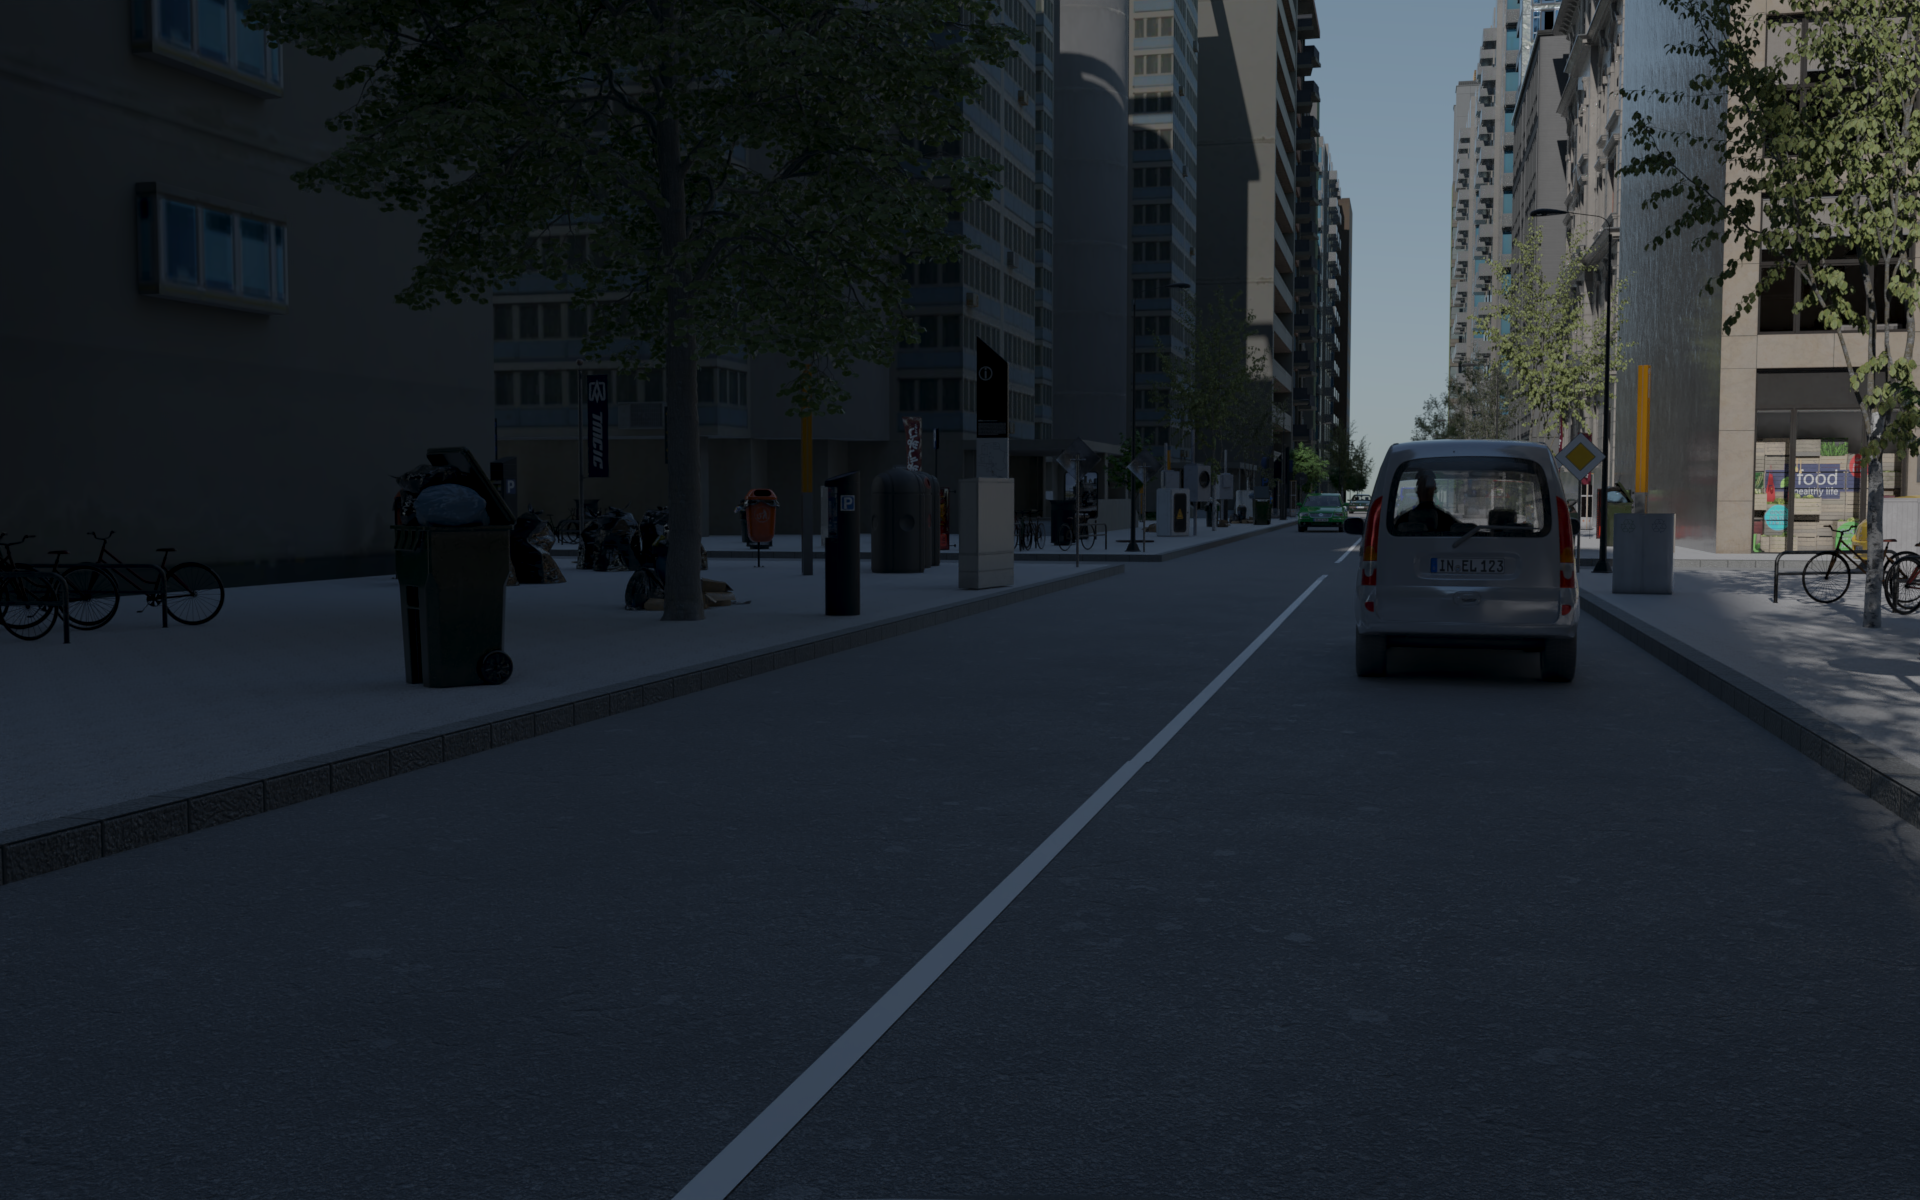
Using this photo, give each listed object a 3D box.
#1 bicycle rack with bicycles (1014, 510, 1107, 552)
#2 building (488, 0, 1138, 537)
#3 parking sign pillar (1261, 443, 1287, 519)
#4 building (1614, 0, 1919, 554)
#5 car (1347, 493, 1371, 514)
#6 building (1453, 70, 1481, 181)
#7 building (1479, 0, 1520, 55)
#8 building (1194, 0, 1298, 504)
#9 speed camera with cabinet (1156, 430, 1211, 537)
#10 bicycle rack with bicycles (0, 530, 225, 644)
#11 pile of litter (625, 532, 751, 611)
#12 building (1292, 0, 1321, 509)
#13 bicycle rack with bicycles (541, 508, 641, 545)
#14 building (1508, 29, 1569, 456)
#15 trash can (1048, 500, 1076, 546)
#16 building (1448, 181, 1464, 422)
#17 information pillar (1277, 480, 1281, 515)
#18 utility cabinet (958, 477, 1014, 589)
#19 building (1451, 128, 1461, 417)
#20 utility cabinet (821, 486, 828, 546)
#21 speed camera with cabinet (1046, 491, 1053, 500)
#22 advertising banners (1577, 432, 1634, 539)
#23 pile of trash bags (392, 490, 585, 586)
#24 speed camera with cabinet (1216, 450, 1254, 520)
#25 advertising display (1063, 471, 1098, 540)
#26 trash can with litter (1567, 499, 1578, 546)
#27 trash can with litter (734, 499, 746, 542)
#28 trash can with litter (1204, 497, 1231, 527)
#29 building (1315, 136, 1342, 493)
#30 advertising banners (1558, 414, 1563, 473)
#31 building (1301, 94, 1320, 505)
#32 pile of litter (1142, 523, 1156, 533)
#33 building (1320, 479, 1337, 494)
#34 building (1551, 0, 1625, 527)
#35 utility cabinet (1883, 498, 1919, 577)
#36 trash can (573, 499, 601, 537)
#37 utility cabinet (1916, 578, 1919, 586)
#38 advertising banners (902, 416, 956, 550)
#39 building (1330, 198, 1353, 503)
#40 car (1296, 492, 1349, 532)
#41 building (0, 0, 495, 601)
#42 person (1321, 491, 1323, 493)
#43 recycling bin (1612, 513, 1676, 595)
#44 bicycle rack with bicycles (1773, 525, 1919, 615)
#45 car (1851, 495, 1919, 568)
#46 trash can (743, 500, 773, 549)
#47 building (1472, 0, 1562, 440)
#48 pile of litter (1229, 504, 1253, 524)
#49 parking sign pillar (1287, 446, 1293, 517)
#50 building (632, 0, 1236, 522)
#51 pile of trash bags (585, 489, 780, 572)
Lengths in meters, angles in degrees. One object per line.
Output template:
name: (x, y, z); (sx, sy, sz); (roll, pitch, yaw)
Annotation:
bicycle rack with bicycles: (2.016, -1.601, 39.556); (2.852, 0.926, 2.925); (2, 4, 27)
building: (-10.481, -22.669, 62.513); (32.217, 40.220, 23.993); (1, 4, 14)
parking sign pillar: (16.122, -6.260, 90.821); (1.447, 3.967, 1.447); (1, 4, 21)
building: (35.134, -14.498, 41.558); (34.151, 26.468, 19.350); (1, 4, 14)
car: (29.343, -7.143, 126.570); (2.009, 1.686, 4.222); (1, 4, 15)
building: (80.445, -43.021, 245.389); (21.231, 58.520, 28.212); (1, 4, 14)
building: (59.663, -33.137, 161.400); (23.786, 49.044, 30.456); (1, 4, 14)
building: (12.518, -30.595, 123.929); (21.300, 48.544, 21.600); (1, 4, 14)
speed camera with cabinet: (6.813, -3.569, 52.682); (0.660, 3.252, 2.038); (3, 5, 44)
bicycle rack with bicycles: (-8.683, -0.152, 15.875); (2.925, 0.926, 2.852); (0, 4, 2)
pile of litter: (-3.097, -0.353, 19.729); (1.719, 0.858, 1.176); (-3, 4, -36)
building: (19.220, -30.238, 149.017); (22.147, 44.769, 28.867); (1, 4, 14)
bicycle rack with bicycles: (-9.595, -1.917, 44.723); (2.925, 0.926, 2.852); (-1, 4, -15)
building: (38.002, -18.408, 94.485); (14.314, 27.812, 24.014); (1, 4, 14)
trash can: (2.566, -1.929, 43.190); (0.748, 1.137, 0.748); (0, 3, 0)
building: (71.196, -33.205, 226.494); (14.154, 41.232, 14.086); (1, 4, 14)
information pillar: (17.268, -5.435, 93.350); (0.304, 2.012, 0.304); (0, 4, -1)
utility cabinet: (0.355, -0.915, 23.631); (0.318, 1.500, 1.173); (2, 4, 26)
building: (69.766, -35.723, 203.671); (23.786, 49.044, 30.456); (1, 4, 14)
utility cabinet: (-3.042, -2.011, 41.560); (0.318, 1.500, 1.173); (-1, 4, -21)
speed camera with cabinet: (3.927, -5.771, 88.695); (0.660, 3.252, 2.038); (3, 5, 41)
advertising banners: (18.452, -3.263, 49.544); (2.074, 3.025, 0.090); (-1, 4, -22)
pile of trash bags: (-7.326, -0.953, 25.331); (3.447, 1.369, 1.912); (3, 5, 44)
speed camera with cabinet: (12.479, -5.104, 77.788); (2.038, 3.252, 0.660); (-1, 4, -17)
advertising display: (3.403, -2.663, 48.760); (0.974, 1.923, 0.123); (0, 4, -7)
trash can with litter: (14.133, -1.815, 41.069); (0.624, 1.170, 1.055); (-2, 4, -31)
trash can with litter: (-5.529, -2.117, 45.998); (0.624, 1.170, 1.055); (1, 4, 15)
trash can with litter: (9.986, -3.401, 67.001); (1.055, 1.170, 0.624); (3, 5, 40)
building: (39.822, -37.623, 234.749); (23.786, 49.044, 30.456); (1, 4, 14)
advertising banners: (13.304, -2.600, 38.693); (0.090, 3.025, 2.074); (1, 4, 14)
building: (27.496, -29.724, 169.580); (14.154, 41.232, 14.086); (1, 4, 14)
pile of litter: (6.672, -2.716, 58.364); (1.176, 0.858, 1.719); (2, 4, 27)
building: (29.300, -31.652, 209.390); (32.217, 40.220, 23.993); (1, 4, 14)
building: (32.265, -17.349, 71.053); (14.401, 28.519, 23.554); (1, 4, 14)
utility cabinet: (15.207, -1.017, 27.790); (1.020, 1.237, 0.306); (0, 4, 5)
trash can: (-10.336, -2.222, 47.991); (0.748, 1.137, 0.748); (0, 3, 0)
utility cabinet: (13.838, -0.800, 24.244); (1.020, 1.237, 0.306); (-2, 4, -29)
advertising banners: (-0.426, -2.646, 39.453); (2.074, 3.025, 0.090); (-2, 4, -32)
building: (50.429, -37.044, 255.772); (14.600, 45.320, 14.200); (1, 4, 14)
car: (13.934, -3.525, 66.437); (1.959, 1.807, 4.718); (1, 4, 14)
building: (-21.015, -24.330, 21.495); (21.600, 48.544, 21.300); (1, 4, 14)
person: (39.778, -11.118, 190.371); (1.348, 1.812, 0.705); (0, 4, 6)
recycling bin: (8.879, -0.607, 22.481); (0.722, 1.027, 0.722); (2, 4, 24)
bicycle rack with bicycles: (10.876, -0.385, 19.669); (2.925, 0.926, 2.852); (-1, 4, -15)
car: (17.947, -1.237, 30.452); (3.980, 1.641, 2.015); (1, 4, 13)
trash can: (-4.668, -1.751, 40.289); (0.748, 1.137, 0.748); (0, 3, 0)
building: (51.348, -50.014, 130.399); (22.319, 86.520, 31.000); (1, 4, 14)
pile of litter: (12.398, -3.747, 75.228); (1.719, 0.858, 1.176); (0, 4, -4)
parking sign pillar: (18.420, -6.745, 98.759); (1.447, 3.967, 1.447); (-2, 4, -27)
building: (0.918, -25.081, 101.959); (32.217, 40.220, 23.993); (1, 4, 14)
pile of trash bags: (-4.813, -1.222, 29.729); (3.447, 1.369, 1.912); (-1, 4, -16)
